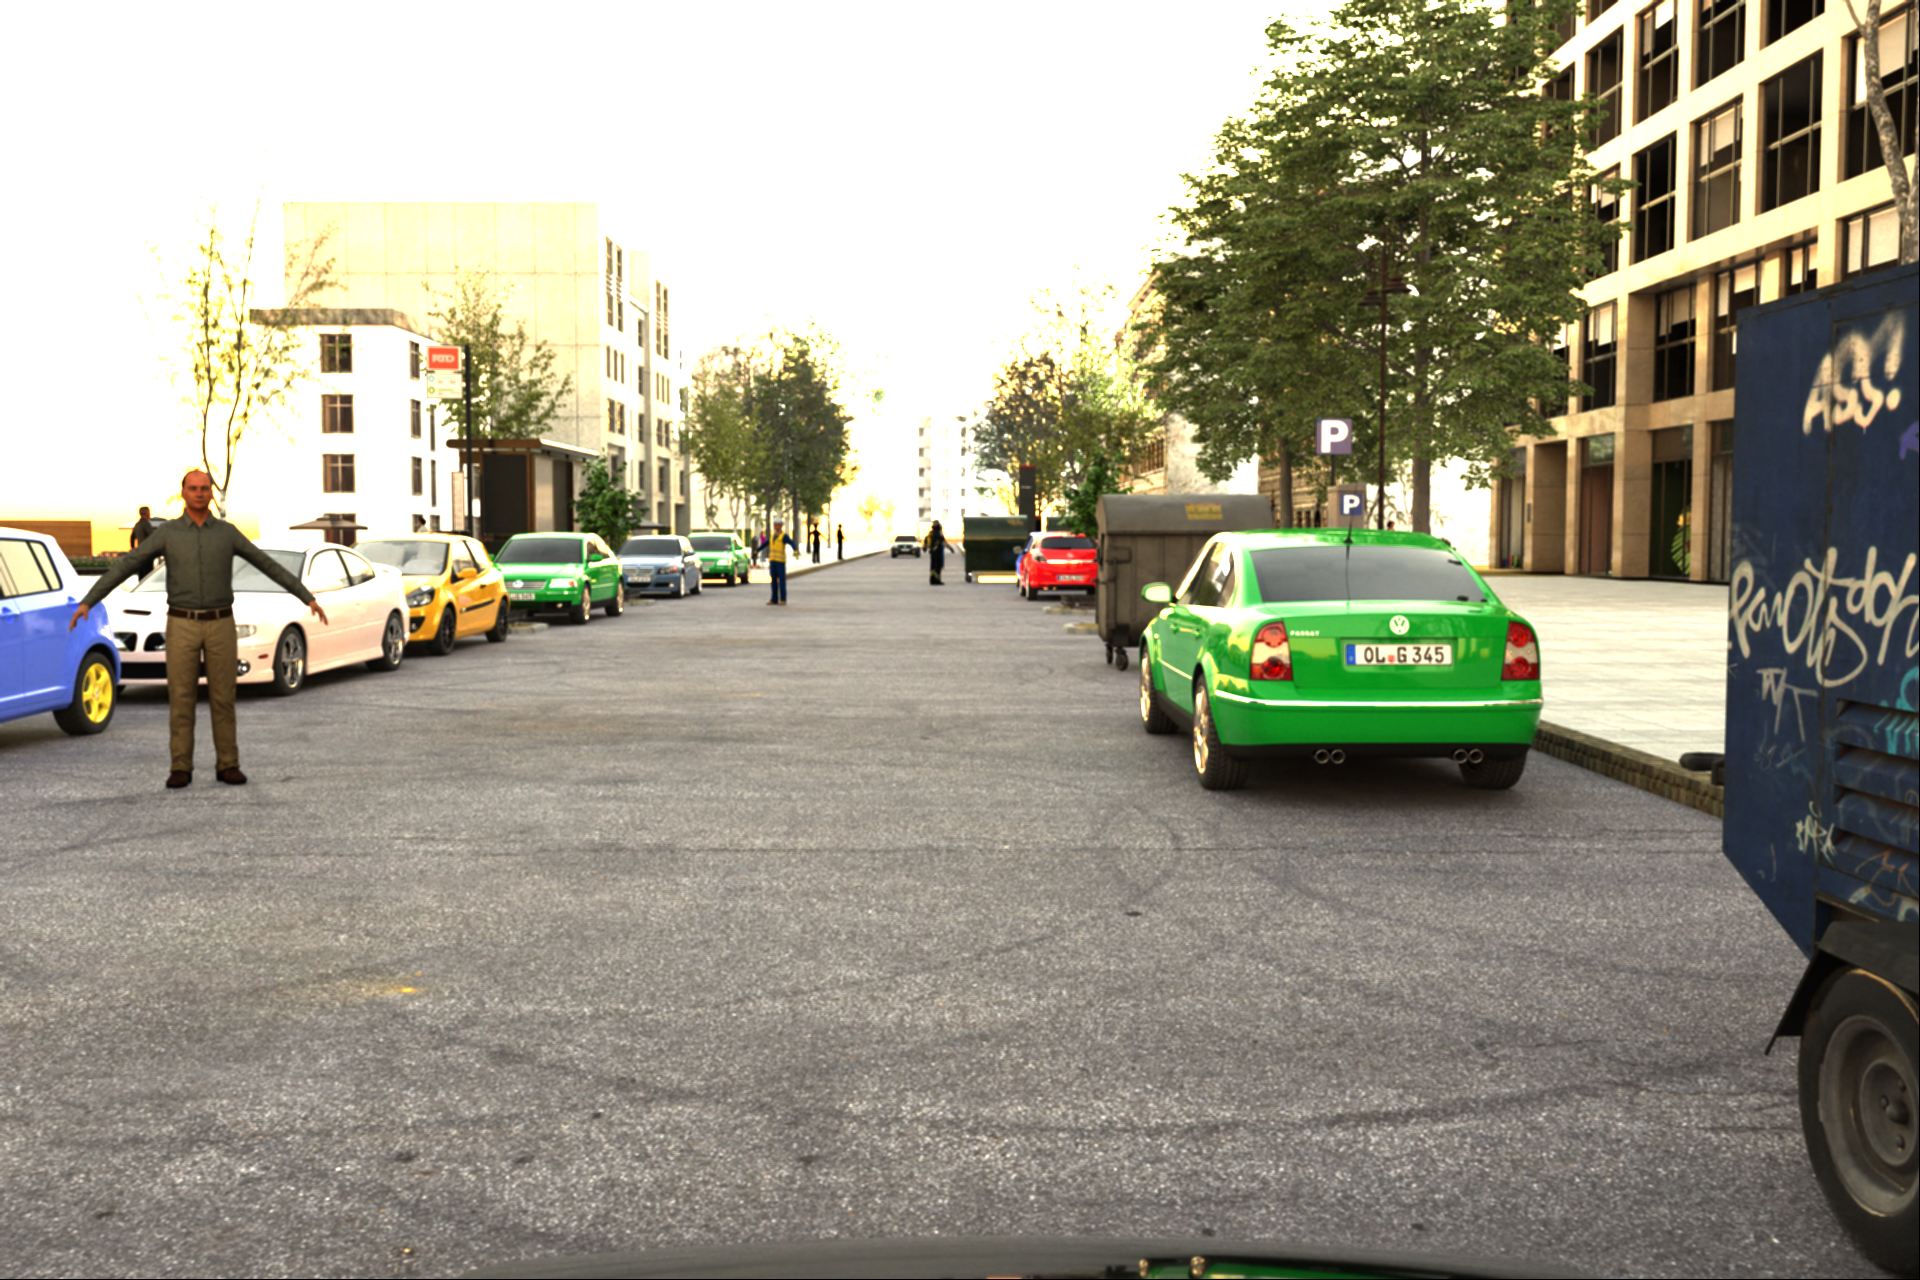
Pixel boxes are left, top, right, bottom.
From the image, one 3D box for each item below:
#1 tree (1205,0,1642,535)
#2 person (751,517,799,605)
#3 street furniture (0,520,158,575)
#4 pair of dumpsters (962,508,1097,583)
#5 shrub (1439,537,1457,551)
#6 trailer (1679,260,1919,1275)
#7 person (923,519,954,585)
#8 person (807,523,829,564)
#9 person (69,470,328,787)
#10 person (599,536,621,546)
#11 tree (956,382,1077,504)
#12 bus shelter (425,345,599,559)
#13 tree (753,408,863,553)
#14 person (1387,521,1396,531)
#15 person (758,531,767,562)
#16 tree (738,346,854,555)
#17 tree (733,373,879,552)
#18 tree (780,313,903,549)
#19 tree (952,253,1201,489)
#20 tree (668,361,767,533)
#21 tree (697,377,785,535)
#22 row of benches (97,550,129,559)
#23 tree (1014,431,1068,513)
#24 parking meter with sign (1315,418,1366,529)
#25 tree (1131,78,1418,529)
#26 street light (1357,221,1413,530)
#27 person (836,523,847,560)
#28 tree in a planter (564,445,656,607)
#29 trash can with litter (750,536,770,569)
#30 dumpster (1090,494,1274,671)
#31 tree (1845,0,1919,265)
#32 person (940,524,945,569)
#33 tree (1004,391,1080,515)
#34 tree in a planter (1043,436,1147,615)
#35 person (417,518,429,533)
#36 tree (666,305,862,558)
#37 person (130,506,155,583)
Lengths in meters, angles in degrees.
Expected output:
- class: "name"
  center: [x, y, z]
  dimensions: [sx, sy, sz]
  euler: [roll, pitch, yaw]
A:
- class: "tree"
  center: [8.421, -6.954, 31.824]
  dimensions: [7.486, 12.596, 7.792]
  euler: [0, 3, 0]
- class: "person"
  center: [-3.731, -1.597, 35.026]
  dimensions: [1.216, 1.772, 0.721]
  euler: [2, 4, 34]
- class: "street furniture"
  center: [-29.233, -2.937, 54.880]
  dimensions: [11.010, 1.723, 9.812]
  euler: [-3, 5, -44]
- class: "pair of dumpsters"
  center: [2.266, -2.850, 51.542]
  dimensions: [4.436, 2.255, 1.574]
  euler: [0, 4, -1]
- class: "shrub"
  center: [16.148, -2.867, 57.993]
  dimensions: [1.383, 1.207, 1.383]
  euler: [0, 3, 0]
- class: "trailer"
  center: [2.474, 0.201, 3.756]
  dimensions: [1.471, 1.999, 3.904]
  euler: [0, 4, -1]
- class: "person"
  center: [-0.657, -2.483, 48.841]
  dimensions: [0.705, 1.856, 1.354]
  euler: [-3, 4, -38]
- class: "person"
  center: [-6.171, -4.178, 75.029]
  dimensions: [1.216, 1.740, 0.721]
  euler: [3, 4, 38]
- class: "person"
  center: [-4.337, -0.072, 9.902]
  dimensions: [1.348, 1.796, 0.705]
  euler: [-2, 4, -28]
- class: "person"
  center: [-11.214, -2.961, 54.537]
  dimensions: [0.705, 1.813, 1.348]
  euler: [2, 4, 29]
- class: "tree"
  center: [4.667, -13.673, 133.918]
  dimensions: [12.009, 13.543, 11.850]
  euler: [0, 3, 0]
- class: "bus shelter"
  center: [-10.232, -3.783, 39.477]
  dimensions: [2.179, 5.291, 8.768]
  euler: [0, 3, 0]
- class: "tree"
  center: [-10.142, -11.010, 114.432]
  dimensions: [8.767, 10.594, 7.601]
  euler: [1, 4, 15]
- class: "person"
  center: [18.065, -4.058, 72.492]
  dimensions: [1.345, 1.843, 0.704]
  euler: [-2, 4, -25]
- class: "person"
  center: [-9.036, -4.322, 79.926]
  dimensions: [0.599, 1.433, 0.991]
  euler: [2, 4, 31]
- class: "tree"
  center: [-10.081, -11.415, 104.760]
  dimensions: [7.486, 12.596, 7.792]
  euler: [0, 3, 0]
- class: "tree"
  center: [-10.999, -13.156, 125.477]
  dimensions: [12.009, 13.543, 11.850]
  euler: [0, 3, 0]
- class: "tree"
  center: [-10.948, -17.811, 147.092]
  dimensions: [12.611, 20.169, 13.585]
  euler: [0, 3, 0]
- class: "tree"
  center: [5.279, -10.079, 75.155]
  dimensions: [12.009, 13.543, 11.850]
  euler: [0, 3, 0]
- class: "tree"
  center: [-10.551, -7.605, 74.696]
  dimensions: [4.737, 8.622, 4.395]
  euler: [0, 3, 0]
- class: "tree"
  center: [-10.452, -7.994, 81.068]
  dimensions: [4.737, 8.622, 4.395]
  euler: [0, 3, 0]
- class: "row of benches"
  center: [-32.148, -3.090, 65.987]
  dimensions: [1.422, 0.672, 4.104]
  euler: [-3, 4, -36]
- class: "tree"
  center: [5.115, -10.071, 115.022]
  dimensions: [4.737, 8.622, 4.395]
  euler: [0, 3, 0]
- class: "parking meter with sign"
  center: [5.629, -1.780, 25.363]
  dimensions: [0.543, 3.016, 1.738]
  euler: [0, 3, 0]
- class: "tree"
  center: [7.930, -7.706, 44.128]
  dimensions: [7.486, 12.596, 7.792]
  euler: [0, 3, 0]
- class: "street light"
  center: [6.345, -3.256, 26.021]
  dimensions: [0.468, 5.910, 1.993]
  euler: [0, 4, -1]
- class: "person"
  center: [-5.924, -4.883, 86.021]
  dimensions: [0.705, 1.806, 1.347]
  euler: [-1, 4, -21]
- class: "tree in a planter"
  center: [-7.221, -2.305, 34.910]
  dimensions: [1.991, 3.239, 1.994]
  euler: [0, 3, 0]
- class: "trash can with litter"
  center: [-7.522, -3.279, 64.670]
  dimensions: [1.678, 1.210, 2.233]
  euler: [0, 4, -1]
- class: "dumpster"
  center: [2.379, -0.637, 18.632]
  dimensions: [1.865, 1.857, 1.264]
  euler: [0, 4, -2]
- class: "tree"
  center: [10.014, -9.718, 14.784]
  dimensions: [12.611, 20.169, 13.585]
  euler: [0, 3, 0]
- class: "person"
  center: [-0.806, -3.816, 70.708]
  dimensions: [0.705, 1.847, 1.347]
  euler: [1, 4, 15]
- class: "tree"
  center: [4.540, -8.305, 86.155]
  dimensions: [4.737, 8.622, 4.395]
  euler: [0, 3, 0]
- class: "tree in a planter"
  center: [2.533, -2.105, 31.646]
  dimensions: [1.991, 3.239, 1.994]
  euler: [0, 4, -1]
- class: "person"
  center: [-17.954, -3.158, 57.818]
  dimensions: [0.705, 1.806, 1.347]
  euler: [1, 4, 11]
- class: "tree"
  center: [-10.153, -11.115, 92.106]
  dimensions: [12.009, 13.543, 11.850]
  euler: [0, 3, 0]
- class: "person"
  center: [-15.100, -1.590, 32.172]
  dimensions: [1.348, 1.807, 0.705]
  euler: [3, 4, 37]
